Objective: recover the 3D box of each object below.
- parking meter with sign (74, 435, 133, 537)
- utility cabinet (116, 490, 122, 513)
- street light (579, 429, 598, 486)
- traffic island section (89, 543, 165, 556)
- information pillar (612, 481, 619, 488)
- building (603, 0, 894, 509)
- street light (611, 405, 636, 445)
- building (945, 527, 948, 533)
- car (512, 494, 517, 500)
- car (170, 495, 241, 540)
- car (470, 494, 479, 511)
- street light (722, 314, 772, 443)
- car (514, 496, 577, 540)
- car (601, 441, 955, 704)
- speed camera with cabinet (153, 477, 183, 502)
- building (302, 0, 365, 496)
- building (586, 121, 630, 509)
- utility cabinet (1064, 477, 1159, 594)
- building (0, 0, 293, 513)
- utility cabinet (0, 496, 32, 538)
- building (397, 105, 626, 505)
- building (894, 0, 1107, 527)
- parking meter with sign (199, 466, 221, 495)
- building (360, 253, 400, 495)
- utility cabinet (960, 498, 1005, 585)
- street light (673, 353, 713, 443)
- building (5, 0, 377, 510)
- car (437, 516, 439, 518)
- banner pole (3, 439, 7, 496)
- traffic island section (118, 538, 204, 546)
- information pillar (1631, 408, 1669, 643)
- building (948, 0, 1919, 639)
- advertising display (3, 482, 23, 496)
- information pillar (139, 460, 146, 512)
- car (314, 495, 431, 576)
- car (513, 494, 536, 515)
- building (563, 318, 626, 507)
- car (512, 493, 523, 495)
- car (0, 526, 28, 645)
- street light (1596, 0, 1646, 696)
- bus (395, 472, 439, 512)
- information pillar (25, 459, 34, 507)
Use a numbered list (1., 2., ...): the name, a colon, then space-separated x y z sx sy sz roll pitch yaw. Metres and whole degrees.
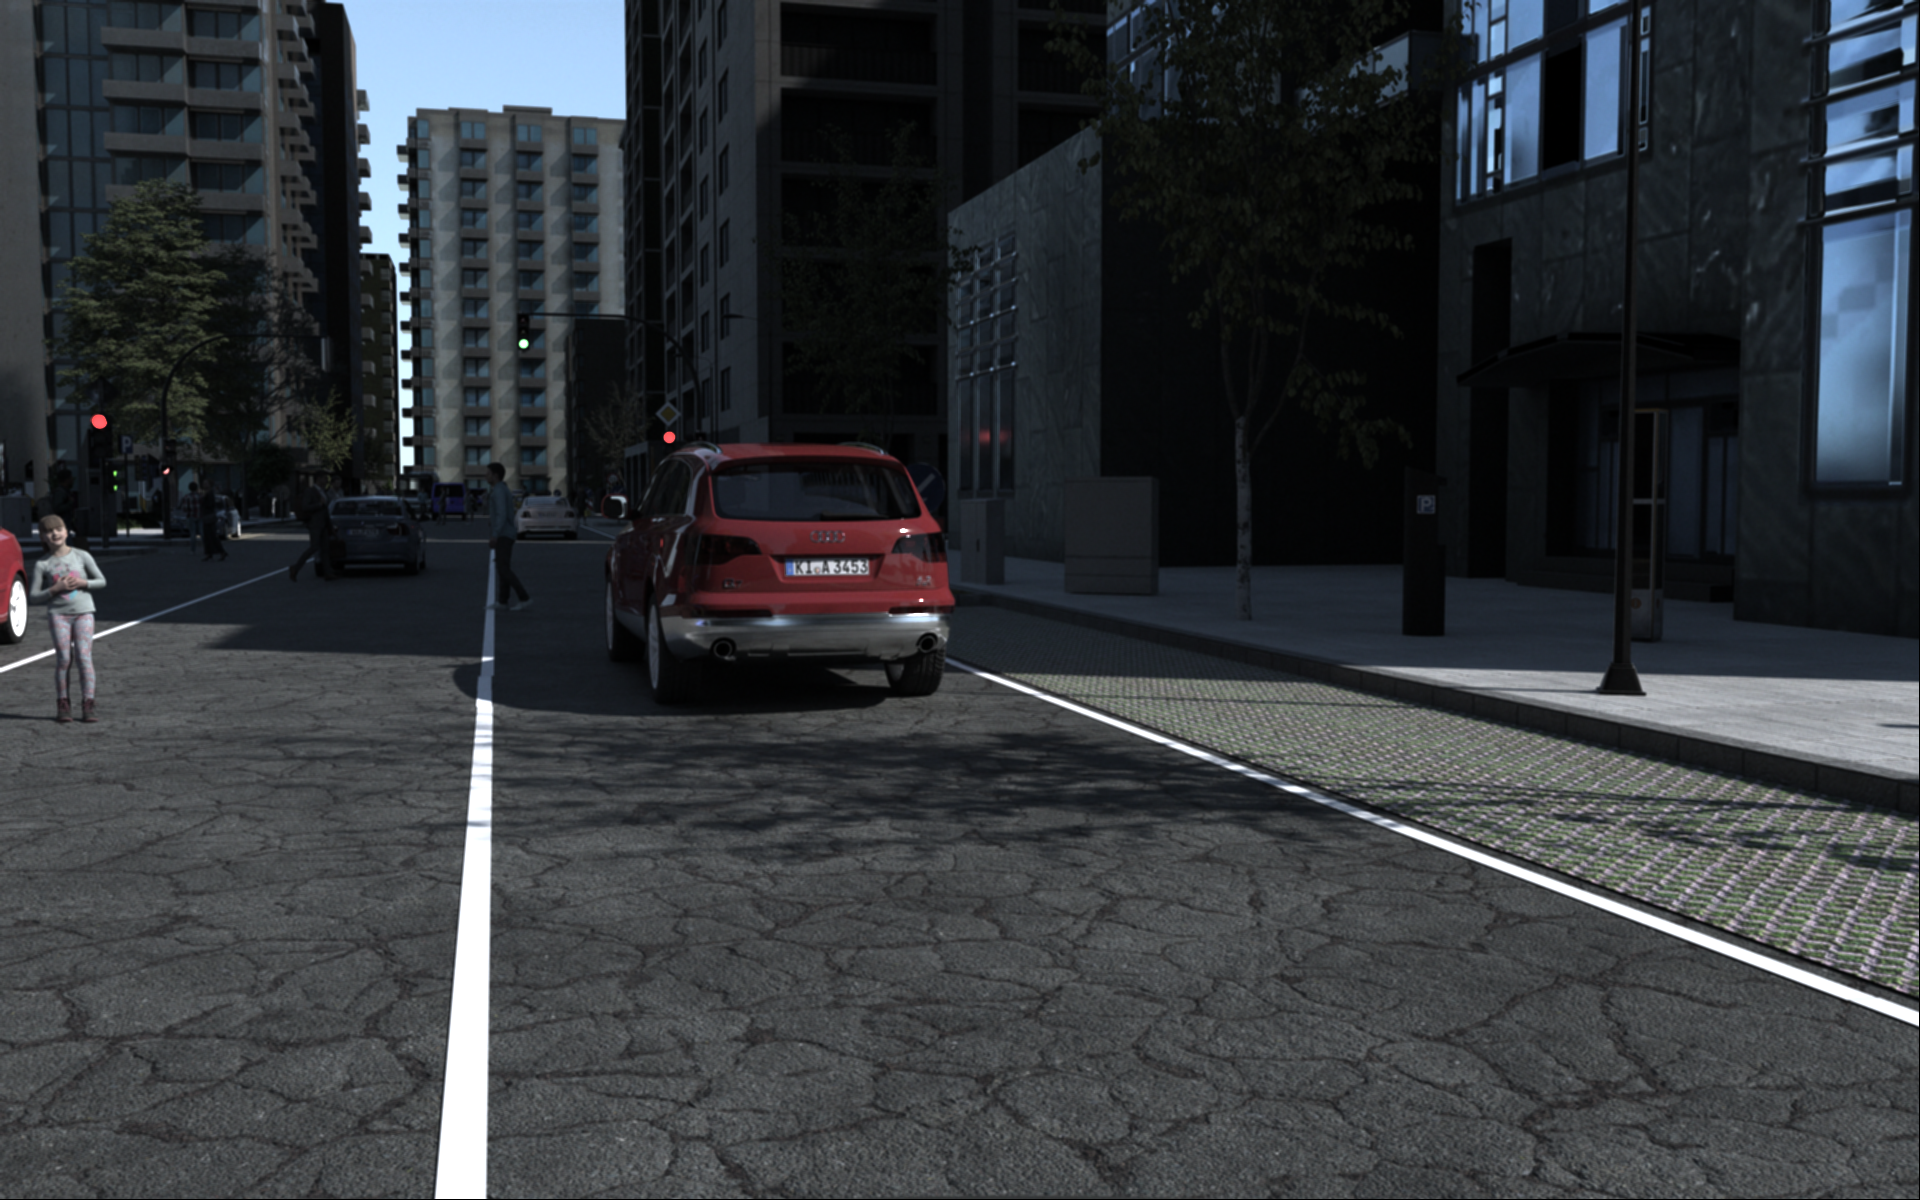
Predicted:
1. parking meter with sign: -25.493 -3.376 51.464 1.738 3.016 0.543 1 4 12
2. utility cabinet: -47.320 -5.368 96.439 1.173 1.500 0.318 -3 5 -44
3. street light: -26.571 -9.266 124.042 1.470 5.913 1.316 -1 4 -15
4. traffic island section: -20.255 -1.147 41.027 2.009 0.180 2.903 -1 4 -15
5. information pillar: -19.704 -5.791 99.176 0.304 2.012 0.304 3 5 42
6. building: -17.857 -42.825 138.447 20.563 71.187 20.611 -1 4 -15
7. street light: -17.529 -7.227 90.702 1.470 5.913 1.316 -1 4 -15
8. building: 1.326 -38.311 64.631 20.611 71.187 20.563 -1 4 -15
9. car: -34.183 -7.483 134.351 2.014 1.417 4.499 -1 4 -17
10. car: -23.781 -2.598 54.483 2.014 1.417 4.499 -1 4 -15
11. car: -41.051 -8.069 143.733 2.131 1.459 4.920 -1 4 -14
12. street light: -5.447 -4.423 44.853 1.470 5.913 1.316 -1 4 -15
13. car: -13.270 -2.631 55.382 2.083 1.381 4.827 -1 4 -15
14. car: -1.587 -0.300 13.571 2.281 1.827 5.304 -1 4 -17
15. speed camera with cabinet: -44.308 -6.273 96.901 0.660 3.252 2.038 0 4 6
16. building: -61.474 -30.879 154.982 14.600 45.320 14.200 -1 4 -15
17. building: -18.494 -28.770 162.266 32.217 40.220 23.993 -1 4 -15
18. utility cabinet: 1.945 -0.826 22.180 1.173 1.500 0.318 2 4 24
19. building: -61.125 -31.286 131.134 23.786 49.044 30.456 -1 4 -15
20. utility cabinet: -27.742 -2.425 50.803 0.306 1.237 1.020 1 4 18
21. building: -53.849 -36.517 216.653 30.456 49.044 23.786 -1 4 -15
22. building: -5.579 -39.506 84.178 20.563 71.187 20.611 -1 4 -15
23. parking meter with sign: -46.912 -6.900 109.070 1.738 3.016 0.543 0 4 -8
24. building: -74.758 -26.639 207.248 14.107 30.474 14.160 -1 4 -15
25. utility cabinet: 0.314 -0.841 24.917 0.306 1.237 1.020 -1 4 -21
26. street light: -8.767 -5.192 57.437 1.470 5.913 1.316 -1 4 -15
27. building: -76.147 -34.052 176.366 30.456 49.044 23.786 -1 4 -15
28. car: -31.435 -5.828 107.089 2.131 1.459 4.920 -1 4 -16
29. banner pole: -43.491 -5.435 78.878 0.401 3.779 0.863 -1 4 -23
30. traffic island section: -22.324 -1.618 48.740 2.009 0.180 2.903 -1 4 -15
31. information pillar: 5.938 -0.647 15.065 0.304 2.012 0.304 3 4 38
32. building: 14.507 -43.599 25.519 22.319 86.520 31.000 -1 4 -15
33. advertising display: -51.466 -5.441 94.177 0.974 1.923 0.123 -1 4 -9
34. information pillar: -52.173 -7.289 110.534 0.504 3.616 0.183 1 4 22
35. car: -10.757 -1.205 31.699 2.014 1.417 4.499 -1 4 -15
36. car: -25.845 -5.681 103.112 2.015 1.641 3.980 -1 4 -15
37. building: -28.131 -20.951 187.587 27.650 21.520 28.899 -1 4 -15
38. car: -39.825 -8.955 156.002 1.945 1.707 3.694 -1 4 -17
39. car: -9.517 -0.361 14.944 2.155 1.783 4.494 -1 4 -14
40. street light: 3.736 -2.343 10.852 1.470 5.913 1.316 -1 4 -15
41. bus: -42.865 -8.715 137.354 2.948 3.499 13.247 -1 4 -14
42. information pillar: -62.334 -7.627 116.061 0.504 3.616 0.183 -3 5 -41
